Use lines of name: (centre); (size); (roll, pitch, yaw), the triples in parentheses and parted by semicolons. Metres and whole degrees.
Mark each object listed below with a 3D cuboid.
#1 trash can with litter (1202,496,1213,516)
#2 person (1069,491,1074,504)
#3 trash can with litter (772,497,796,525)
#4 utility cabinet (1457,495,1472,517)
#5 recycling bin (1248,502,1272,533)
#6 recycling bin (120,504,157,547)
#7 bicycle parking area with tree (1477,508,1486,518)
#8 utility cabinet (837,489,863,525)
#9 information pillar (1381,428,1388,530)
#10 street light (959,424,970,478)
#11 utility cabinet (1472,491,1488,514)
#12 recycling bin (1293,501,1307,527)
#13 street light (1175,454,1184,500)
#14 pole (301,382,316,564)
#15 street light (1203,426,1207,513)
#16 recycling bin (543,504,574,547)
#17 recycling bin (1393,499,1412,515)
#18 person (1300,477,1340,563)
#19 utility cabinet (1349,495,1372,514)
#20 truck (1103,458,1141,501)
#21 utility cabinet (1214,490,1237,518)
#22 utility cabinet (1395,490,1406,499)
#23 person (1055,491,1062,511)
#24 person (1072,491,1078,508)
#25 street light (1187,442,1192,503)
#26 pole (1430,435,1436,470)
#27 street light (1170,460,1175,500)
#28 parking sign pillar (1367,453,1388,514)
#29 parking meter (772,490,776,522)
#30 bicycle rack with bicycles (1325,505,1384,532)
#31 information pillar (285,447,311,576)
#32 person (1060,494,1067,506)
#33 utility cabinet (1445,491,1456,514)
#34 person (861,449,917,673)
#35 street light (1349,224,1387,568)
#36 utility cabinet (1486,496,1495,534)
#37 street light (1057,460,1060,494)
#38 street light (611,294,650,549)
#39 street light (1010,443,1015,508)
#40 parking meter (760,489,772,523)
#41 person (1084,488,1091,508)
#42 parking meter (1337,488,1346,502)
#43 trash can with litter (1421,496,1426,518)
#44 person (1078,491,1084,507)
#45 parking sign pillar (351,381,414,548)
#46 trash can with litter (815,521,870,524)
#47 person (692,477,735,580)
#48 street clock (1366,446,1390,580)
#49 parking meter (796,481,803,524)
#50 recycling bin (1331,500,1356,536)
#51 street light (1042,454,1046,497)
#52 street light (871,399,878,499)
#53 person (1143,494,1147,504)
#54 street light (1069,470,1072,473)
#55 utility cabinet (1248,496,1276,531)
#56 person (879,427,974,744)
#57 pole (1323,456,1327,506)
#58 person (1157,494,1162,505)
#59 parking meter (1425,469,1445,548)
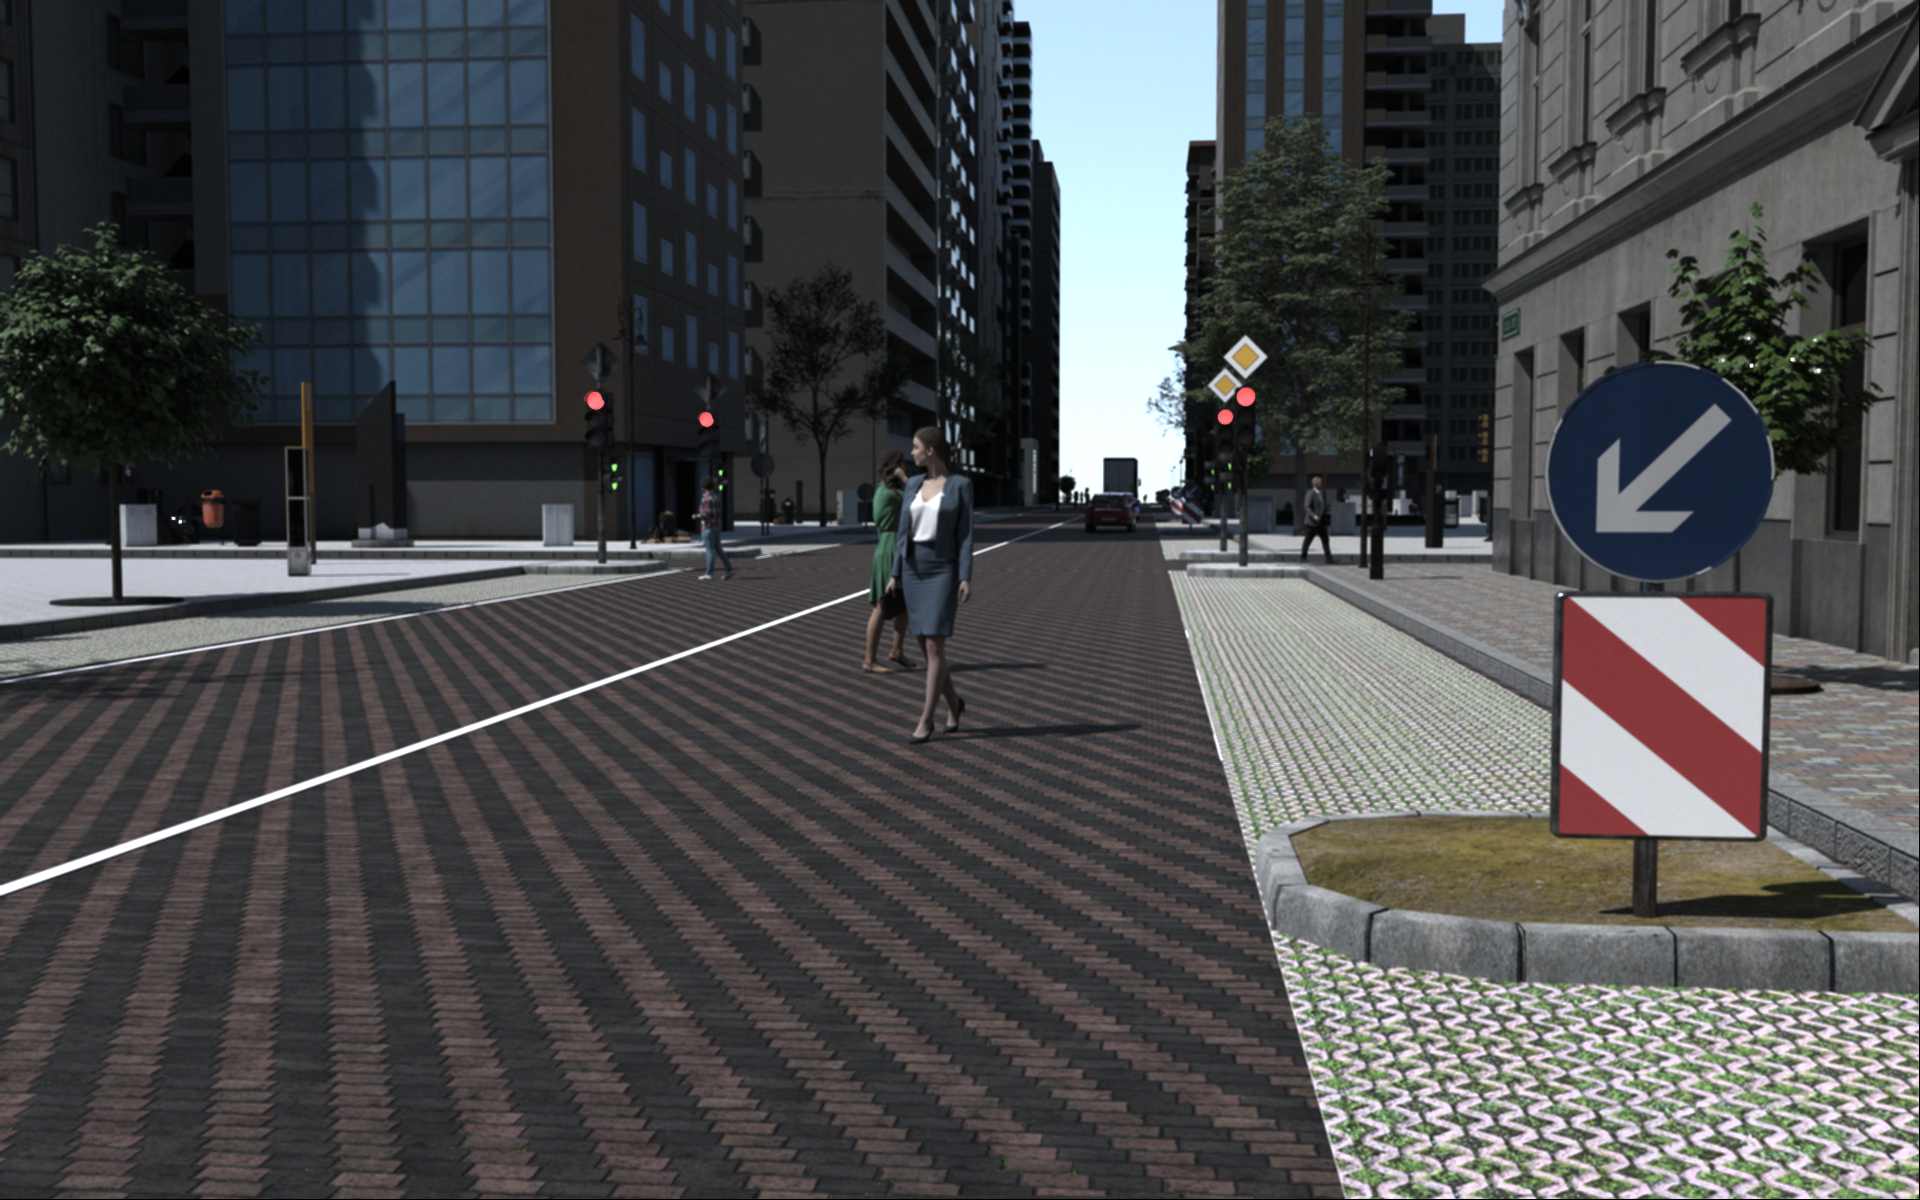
trash can with litter: (14.159, -5.360, 99.030); (0.624, 1.170, 1.055); (0, 4, 8)
person: (14.369, -13.306, 226.051); (1.348, 1.824, 0.705); (1, 4, 12)
trash can with litter: (-7.282, -3.665, 71.312); (1.055, 1.170, 0.624); (2, 4, 30)
utility cabinet: (27.869, -5.172, 95.726); (1.020, 1.237, 0.306); (-3, 5, -39)
recycling bin: (9.937, -2.748, 57.477); (0.722, 1.027, 0.722); (1, 4, 20)
recycling bin: (-20.073, -1.821, 42.319); (0.722, 1.027, 0.722); (-2, 4, -34)
bicycle parking area with tree: (28.478, -5.738, 80.822); (9.016, 4.147, 8.231); (2, 4, 24)
utility cabinet: (-4.481, -3.774, 70.377); (0.318, 1.500, 1.173); (3, 5, 40)
information pillar: (15.178, -4.317, 61.934); (0.183, 3.616, 0.504); (0, 4, 3)
street light: (0.175, -8.606, 113.490); (0.468, 5.910, 1.993); (0, 4, 6)
utility cabinet: (32.320, -6.058, 107.726); (1.173, 1.500, 0.318); (-3, 4, -38)
recycling bin: (13.357, -3.353, 67.377); (0.722, 1.027, 0.722); (1, 4, 13)
street light: (25.136, -13.752, 197.625); (0.468, 5.910, 1.993); (0, 4, 6)
pole: (-11.870, -2.307, 31.557); (0.158, 3.312, 0.155); (0, 3, 0)
street light: (16.303, -8.726, 115.457); (0.468, 5.910, 1.993); (0, 4, 6)
recycling bin: (-9.884, -1.839, 42.629); (0.722, 1.027, 0.722); (-1, 4, -11)
recycling bin: (22.576, -4.638, 88.383); (0.722, 1.027, 0.722); (-1, 4, -16)
person: (7.343, -1.619, 35.362); (0.834, 1.777, 0.661); (3, 4, 36)
utility cabinet: (18.229, -4.138, 78.813); (1.020, 1.237, 0.306); (1, 4, 13)
truck: (12.969, -9.173, 138.893); (2.839, 4.237, 11.283); (0, 4, 7)
utility cabinet: (14.191, -5.129, 92.532); (1.173, 1.500, 0.318); (2, 4, 24)
utility cabinet: (25.071, -5.507, 98.716); (0.318, 1.500, 1.173); (2, 4, 29)
person: (8.389, -8.465, 147.586); (0.721, 1.739, 1.217); (-2, 4, -25)
person: (11.507, -10.045, 173.251); (0.721, 1.766, 1.217); (-2, 4, -26)
street light: (20.150, -10.966, 152.086); (0.468, 5.910, 1.993); (0, 4, 6)
pole: (16.223, -4.012, 59.439); (0.158, 3.312, 0.155); (0, 3, 0)
street light: (28.997, -15.997, 234.331); (0.468, 5.910, 1.993); (0, 4, 6)
parking sign pillar: (24.647, -6.982, 102.635); (1.447, 3.967, 1.447); (1, 4, 22)
parking meter: (-8.390, -4.215, 77.327); (0.372, 1.533, 0.369); (0, 3, 0)
bicycle rack with bicycles: (12.872, -2.769, 58.660); (2.925, 0.926, 2.852); (-3, 5, -39)
information pillar: (-10.336, -1.380, 27.050); (0.304, 2.012, 0.304); (-1, 4, -11)
person: (11.986, -11.503, 199.798); (0.991, 1.433, 0.599); (-2, 4, -32)
utility cabinet: (31.058, -6.178, 109.693); (0.318, 1.500, 1.173); (3, 4, 36)
person: (-0.565, -0.319, 13.957); (0.529, 1.795, 0.600); (-2, 4, -26)
street light: (7.027, -3.498, 29.986); (0.468, 5.910, 1.993); (0, 4, 6)
utility cabinet: (17.633, -2.768, 56.416); (1.020, 1.237, 0.306); (-2, 4, -25)
street light: (13.417, -16.119, 236.326); (0.468, 5.910, 1.993); (0, 4, 6)
street light: (-7.625, -4.126, 40.244); (0.468, 5.910, 1.993); (0, 4, 6)
street light: (4.623, -11.086, 154.038); (0.468, 5.910, 1.993); (0, 4, 6)
parking meter: (-8.715, -4.191, 76.938); (0.372, 1.533, 0.369); (0, 3, 0)
person: (7.059, -5.251, 94.622); (0.573, 1.790, 0.520); (-1, 4, -21)
parking meter: (16.431, -4.052, 74.656); (0.372, 1.533, 0.369); (0, 3, 0)
trash can with litter: (20.976, -4.175, 79.326); (2.233, 1.210, 1.678); (-2, 4, -32)
person: (13.286, -11.026, 189.501); (1.217, 1.735, 0.721); (-1, 4, -13)
parking sign pillar: (-13.927, -3.255, 41.687); (1.447, 3.967, 1.447); (2, 4, 33)
trash can with litter: (-5.099, -3.871, 74.348); (2.233, 1.210, 1.678); (1, 4, 16)
person: (-4.144, -1.206, 29.052); (0.643, 1.720, 0.563); (1, 4, 17)
street clock: (6.271, -1.311, 26.010); (0.358, 2.002, 0.471); (0, 4, 8)
parking meter: (-6.963, -4.245, 75.116); (0.255, 1.863, 0.399); (0, 4, 0)
recycling bin: (11.916, -2.525, 53.837); (0.722, 1.027, 0.722); (1, 4, 16)
street light: (9.633, -13.878, 199.690); (0.468, 5.910, 1.993); (0, 4, 6)
street light: (-3.819, -6.366, 76.877); (0.468, 5.910, 1.993); (0, 4, 6)
person: (25.630, -13.928, 239.458); (0.421, 1.427, 0.697); (-1, 4, -22)
street light: (17.494, -18.369, 273.119); (0.468, 5.910, 1.993); (0, 4, 6)
utility cabinet: (10.597, -3.040, 60.864); (1.020, 1.237, 0.306); (3, 5, 40)
person: (-0.119, -0.100, 10.151); (0.581, 1.822, 0.654); (3, 5, 44)
pole: (19.777, -6.118, 93.874); (0.158, 3.312, 0.155); (0, 3, 0)
person: (25.137, -12.700, 216.698); (0.990, 1.755, 0.434); (2, 4, 34)
parking meter: (11.313, -2.174, 41.249); (0.399, 1.863, 0.255); (-2, 4, -31)
